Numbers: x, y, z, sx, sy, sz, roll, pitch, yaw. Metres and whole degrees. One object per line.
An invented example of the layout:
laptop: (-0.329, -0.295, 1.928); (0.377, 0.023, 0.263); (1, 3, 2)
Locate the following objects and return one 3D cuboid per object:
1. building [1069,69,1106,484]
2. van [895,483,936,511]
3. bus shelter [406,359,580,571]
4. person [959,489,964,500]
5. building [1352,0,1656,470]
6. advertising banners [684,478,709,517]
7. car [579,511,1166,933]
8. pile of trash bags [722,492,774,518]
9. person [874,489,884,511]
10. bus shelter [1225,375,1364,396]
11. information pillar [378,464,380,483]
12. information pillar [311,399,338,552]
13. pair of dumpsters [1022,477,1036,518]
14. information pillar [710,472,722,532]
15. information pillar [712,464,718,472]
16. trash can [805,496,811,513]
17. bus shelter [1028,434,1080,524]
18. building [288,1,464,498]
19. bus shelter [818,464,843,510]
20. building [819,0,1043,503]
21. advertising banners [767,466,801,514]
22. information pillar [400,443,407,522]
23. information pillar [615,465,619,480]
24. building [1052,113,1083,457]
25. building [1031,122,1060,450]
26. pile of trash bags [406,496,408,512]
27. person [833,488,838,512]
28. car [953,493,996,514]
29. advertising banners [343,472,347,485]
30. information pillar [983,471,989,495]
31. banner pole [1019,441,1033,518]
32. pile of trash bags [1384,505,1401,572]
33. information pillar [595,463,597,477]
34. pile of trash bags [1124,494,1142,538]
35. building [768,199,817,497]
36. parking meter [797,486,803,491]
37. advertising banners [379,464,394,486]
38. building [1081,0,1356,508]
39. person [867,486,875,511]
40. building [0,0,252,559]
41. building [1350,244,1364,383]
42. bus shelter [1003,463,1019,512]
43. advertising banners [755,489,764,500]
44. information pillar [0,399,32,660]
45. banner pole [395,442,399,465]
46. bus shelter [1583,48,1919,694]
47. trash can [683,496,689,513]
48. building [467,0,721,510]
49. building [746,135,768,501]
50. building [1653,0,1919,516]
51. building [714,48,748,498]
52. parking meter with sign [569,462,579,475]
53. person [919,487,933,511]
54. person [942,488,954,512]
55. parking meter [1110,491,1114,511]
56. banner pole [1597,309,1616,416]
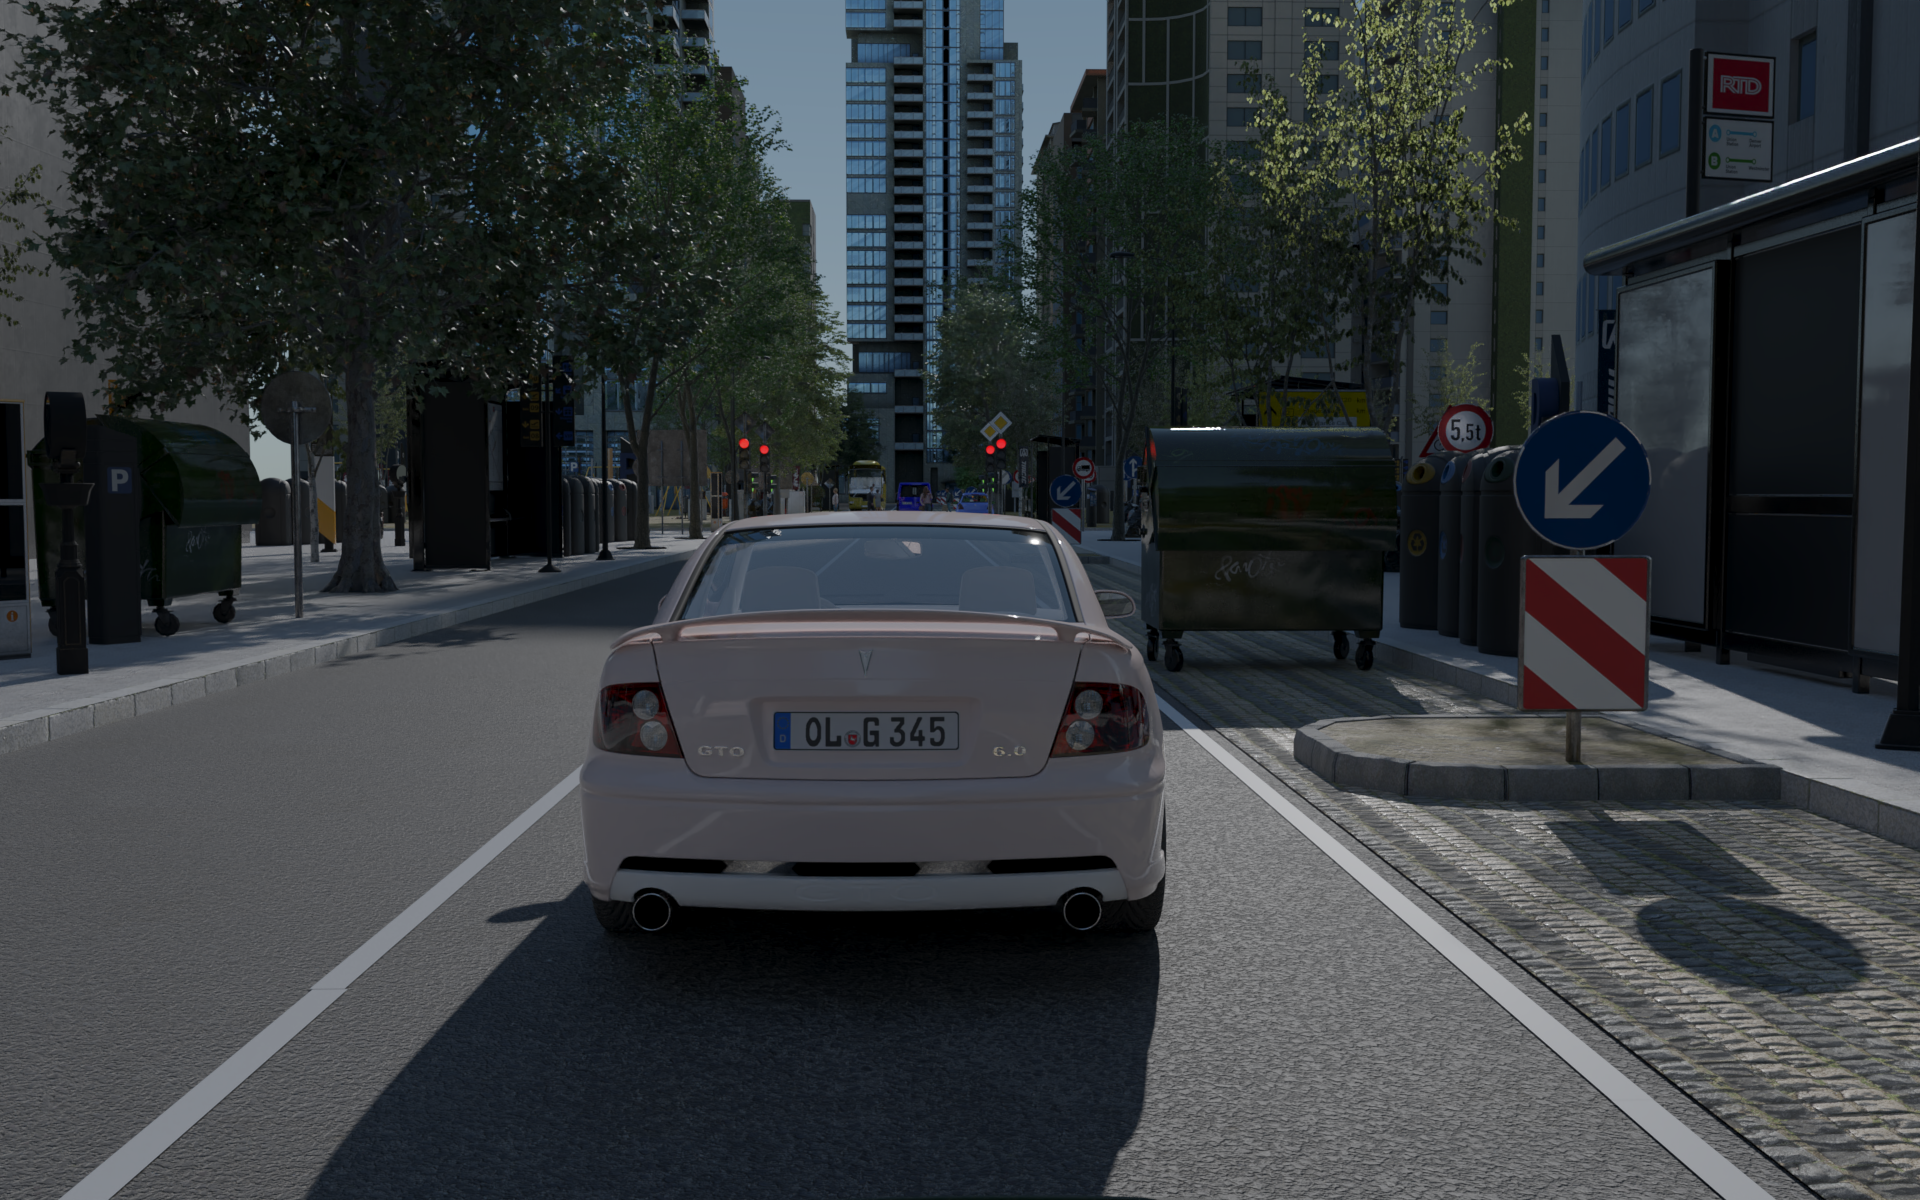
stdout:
building: (22.776, -32.012, 178.016); (22.147, 44.769, 28.867); (0, 4, -2)
van: (-2.441, -5.490, 94.138); (2.240, 2.365, 5.245); (0, 4, -1)
bus shelter: (-8.412, -2.476, 31.767); (1.731, 3.624, 6.357); (0, 4, -2)
person: (0.212, -6.601, 116.849); (0.576, 1.772, 0.534); (0, 4, -5)
building: (59.817, -40.062, 197.006); (28.212, 58.520, 21.231); (0, 4, -2)
advertising banners: (-13.735, -5.858, 91.974); (2.074, 3.025, 0.090); (0, 4, -3)
car: (-0.271, 0.325, 7.043); (2.083, 1.381, 4.827); (0, 4, 0)
pile of trash bags: (-10.805, -4.732, 87.117); (3.447, 1.369, 1.912); (-1, 4, -23)
person: (-5.752, -7.011, 123.495); (0.716, 1.782, 0.532); (0, 4, 1)
bus shelter: (7.121, -2.820, 37.383); (1.731, 3.624, 6.357); (0, 4, -1)
information pillar: (-45.252, -8.785, 134.982); (0.183, 3.616, 0.504); (-2, 4, -23)
information pillar: (-14.023, -2.863, 38.161); (0.504, 3.616, 0.183); (-1, 4, -9)
pair of dumpsters: (4.256, -5.619, 94.371); (1.574, 2.255, 4.437); (0, 4, -2)
information pillar: (-8.175, -3.280, 58.120); (0.304, 2.012, 0.304); (1, 4, 16)
information pillar: (-18.831, -8.672, 133.139); (0.504, 3.616, 0.183); (3, 4, 38)
trash can: (-11.870, -7.359, 131.967); (0.748, 1.137, 0.748); (0, 3, 0)
bus shelter: (3.863, -4.892, 71.262); (1.731, 3.624, 6.357); (0, 4, -2)
building: (-61.669, -46.218, 193.916); (20.611, 71.187, 20.563); (0, 4, -2)
bus shelter: (-10.336, -9.031, 138.941); (1.731, 3.624, 6.357); (0, 4, -2)
building: (-4.271, -57.067, 245.719); (31.000, 86.520, 22.319); (0, 4, -2)
advertising banners: (-10.869, -6.783, 107.094); (2.074, 3.025, 0.090); (0, 4, 6)
information pillar: (-25.500, -5.382, 79.356); (0.183, 3.616, 0.504); (0, 4, -2)
information pillar: (-27.159, -8.915, 137.114); (0.183, 3.616, 0.504); (-2, 4, -33)
building: (18.156, -33.612, 199.674); (14.600, 45.320, 14.200); (0, 4, -2)
building: (24.883, -40.443, 250.486); (27.495, 52.752, 28.713); (0, 4, -2)
pile of trash bags: (-39.923, -6.846, 121.687); (3.447, 1.369, 1.912); (2, 4, 32)
person: (-6.366, -4.948, 90.066); (0.598, 1.740, 0.731); (-2, 4, -24)
car: (0.656, -4.210, 78.423); (1.945, 1.707, 3.694); (0, 4, -1)
advertising banners: (-49.859, -8.702, 138.471); (2.074, 3.025, 0.090); (-1, 4, -22)
information pillar: (1.974, -8.390, 128.527); (0.504, 3.616, 0.183); (-1, 4, -21)
banner pole: (3.087, -5.486, 79.707); (0.863, 3.779, 0.401); (-1, 4, -17)
pile of trash bags: (6.819, -1.136, 28.330); (1.912, 1.369, 3.447); (-1, 4, -14)
information pillar: (-27.115, -8.421, 129.039); (0.183, 3.616, 0.504); (0, 4, -1)
pile of trash bags: (5.688, -2.601, 52.280); (1.912, 1.369, 3.447); (0, 4, 3)
building: (-27.284, -34.164, 242.173); (14.086, 41.232, 14.154); (0, 4, -2)
parking meter: (-11.160, -7.026, 120.592); (0.399, 1.863, 0.255); (2, 4, 35)
advertising banners: (-33.868, -6.508, 102.596); (0.090, 3.025, 2.074); (1, 4, 11)
building: (21.988, -43.684, 152.485); (20.563, 71.187, 20.611); (0, 4, -2)
person: (-4.752, -5.223, 93.672); (0.755, 1.850, 0.659); (2, 4, 30)
building: (-30.346, -15.011, 38.938); (24.014, 27.812, 14.314); (0, 4, -2)
building: (38.041, -26.266, 201.150); (14.107, 30.474, 14.160); (0, 4, -2)
bus shelter: (3.361, -8.150, 124.541); (1.731, 3.624, 6.357); (0, 4, -2)
advertising banners: (-14.656, -8.122, 128.974); (2.074, 3.025, 0.090); (0, 4, 8)
information pillar: (-7.466, -0.548, 13.450); (0.304, 2.012, 0.304); (2, 4, 31)
banner pole: (-27.005, -5.701, 83.231); (0.401, 3.779, 0.863); (-1, 4, -9)
bus shelter: (6.481, -2.185, 13.361); (2.179, 5.291, 8.768); (0, 4, -2)
trash can: (-18.292, -6.305, 114.737); (0.748, 1.137, 0.748); (0, 3, 0)
building: (-32.565, -51.499, 154.676); (22.319, 86.520, 31.000); (0, 4, -2)
building: (-30.169, -31.522, 198.974); (14.086, 41.232, 14.154); (0, 4, -2)
building: (23.965, -30.031, 33.001); (21.231, 58.520, 28.212); (0, 4, -2)
building: (-29.550, -32.323, 178.585); (14.600, 45.320, 14.200); (0, 4, -2)
parking meter with sign: (-21.118, -5.917, 93.002); (0.543, 3.016, 1.738); (1, 4, 18)
person: (-1.532, -3.967, 73.947); (0.593, 1.750, 0.643); (-2, 4, -33)
person: (-0.777, -6.173, 109.410); (0.713, 1.824, 0.794); (1, 4, 23)
parking meter: (11.444, -7.426, 129.819); (0.372, 1.533, 0.369); (0, 3, 0)
banner pole: (7.999, -1.876, 20.694); (0.863, 3.779, 0.401); (0, 4, 3)
